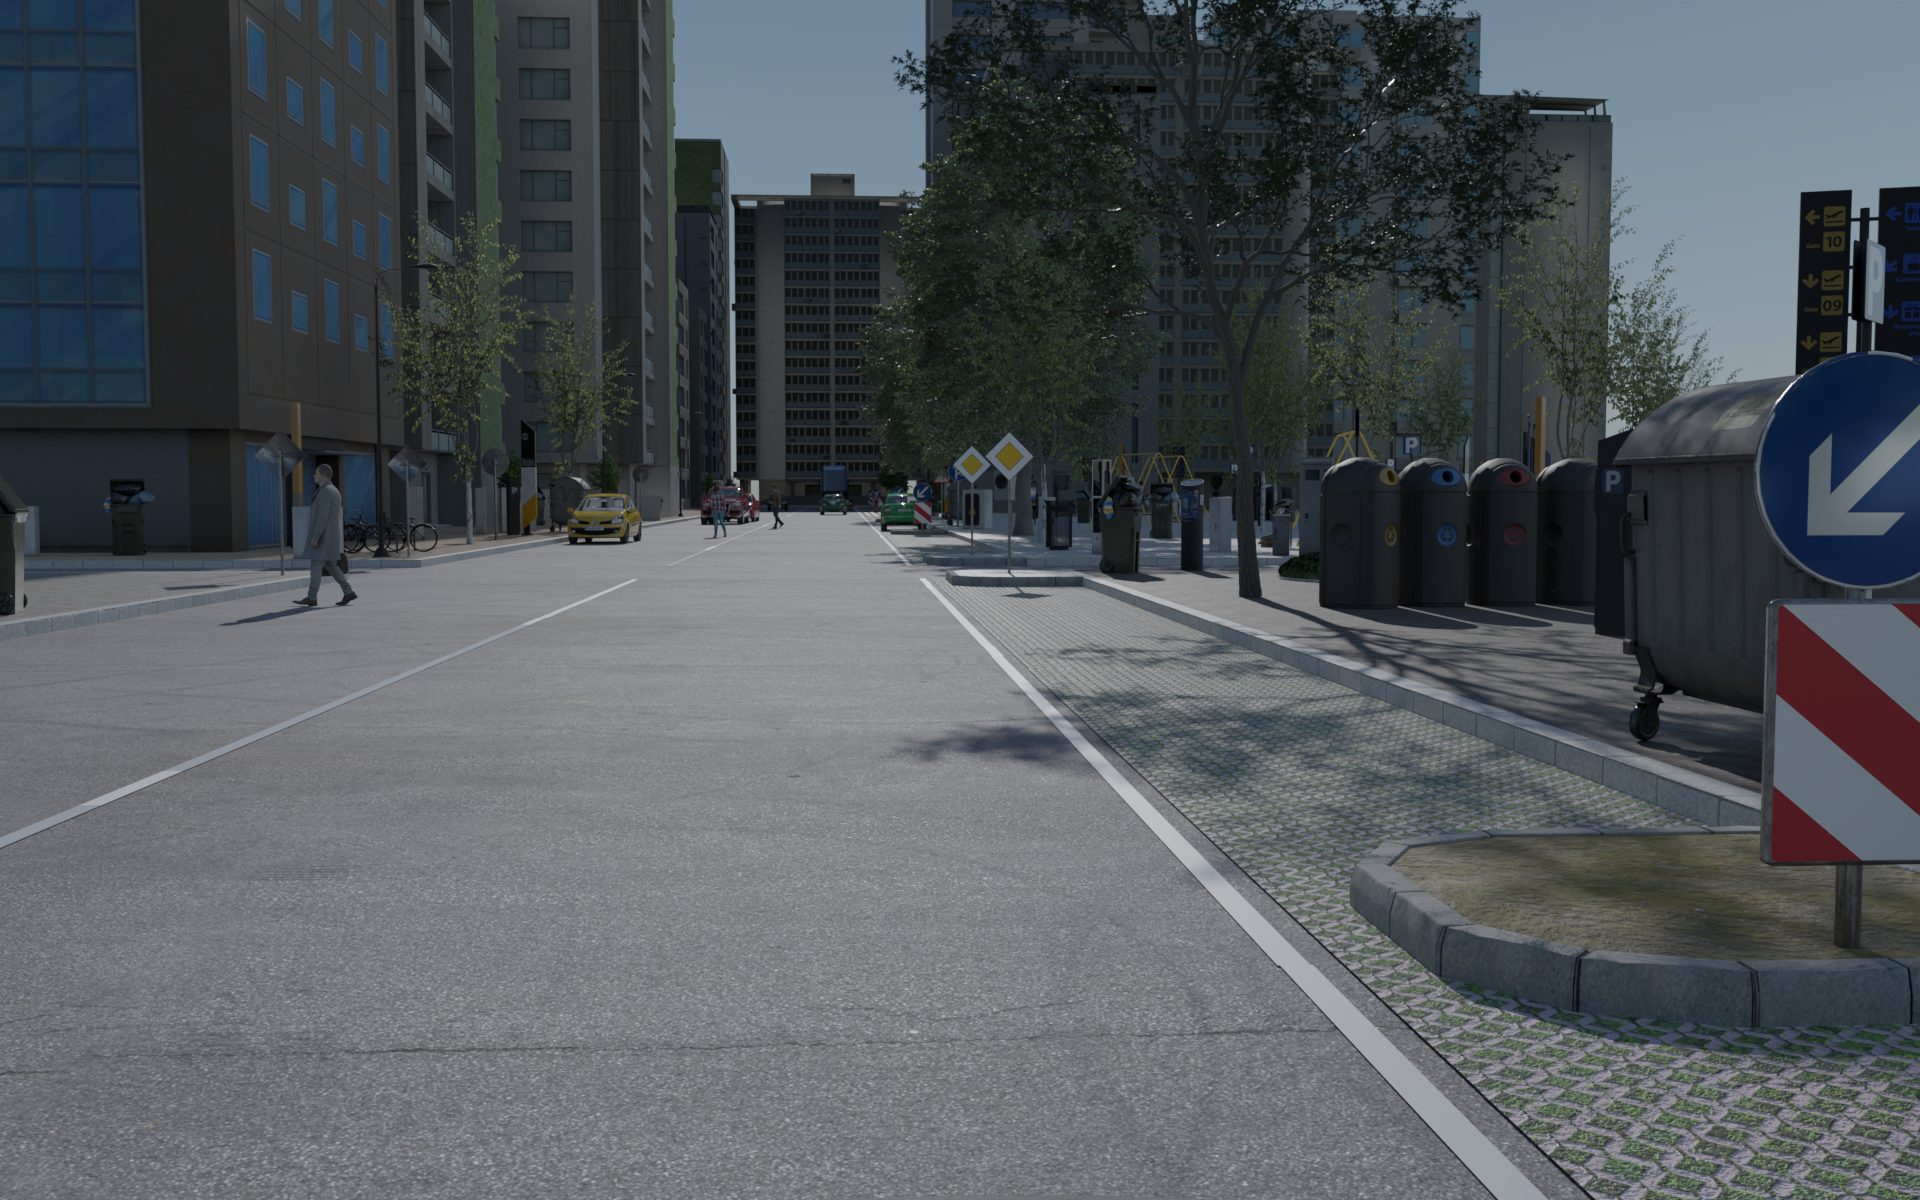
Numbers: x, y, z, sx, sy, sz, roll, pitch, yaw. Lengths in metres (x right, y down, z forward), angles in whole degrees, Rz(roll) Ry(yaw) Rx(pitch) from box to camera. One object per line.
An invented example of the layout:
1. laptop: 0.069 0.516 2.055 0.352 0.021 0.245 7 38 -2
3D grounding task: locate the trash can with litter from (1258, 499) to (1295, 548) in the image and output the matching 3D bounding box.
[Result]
1. trash can with litter: 7.525 -1.837 41.427 0.624 1.170 1.055 -2 4 -30

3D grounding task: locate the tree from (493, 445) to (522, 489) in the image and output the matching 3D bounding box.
1. tree: -17.466 -4.504 68.248 1.663 3.219 1.824 0 3 0

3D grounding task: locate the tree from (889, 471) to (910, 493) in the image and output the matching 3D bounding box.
1. tree: -4.987 -9.298 146.624 1.663 3.219 1.824 0 3 0

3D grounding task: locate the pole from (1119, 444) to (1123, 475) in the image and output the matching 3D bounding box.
1. pole: 6.486 -4.654 69.933 0.158 3.312 0.155 0 3 0

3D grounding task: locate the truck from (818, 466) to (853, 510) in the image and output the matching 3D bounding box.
1. truck: -11.348 -10.309 158.309 2.967 4.110 18.799 0 4 -6

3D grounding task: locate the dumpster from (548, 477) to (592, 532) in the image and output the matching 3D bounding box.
1. dumpster: -13.339 -3.268 59.188 1.264 1.857 1.865 0 4 -4

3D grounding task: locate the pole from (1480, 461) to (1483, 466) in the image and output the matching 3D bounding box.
1. pole: 32.374 -6.962 107.671 0.158 3.312 0.155 0 3 0

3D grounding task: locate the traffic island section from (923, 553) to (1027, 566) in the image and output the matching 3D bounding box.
1. traffic island section: 0.270 -0.842 36.043 2.009 0.180 2.903 0 4 -4

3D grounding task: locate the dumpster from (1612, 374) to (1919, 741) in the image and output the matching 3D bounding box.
1. dumpster: 4.111 -0.155 8.288 1.264 1.857 1.865 0 4 -4

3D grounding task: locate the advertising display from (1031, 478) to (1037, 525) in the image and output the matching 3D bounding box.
1. advertising display: 2.731 -4.018 70.914 0.974 1.923 0.123 -3 4 -36

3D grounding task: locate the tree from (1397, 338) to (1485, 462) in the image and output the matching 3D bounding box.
1. tree: 22.936 -8.078 82.432 4.737 8.622 4.395 0 3 0

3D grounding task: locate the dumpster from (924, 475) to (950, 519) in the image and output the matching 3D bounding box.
1. dumpster: -1.262 -5.278 88.790 1.502 2.255 1.985 0 4 -4

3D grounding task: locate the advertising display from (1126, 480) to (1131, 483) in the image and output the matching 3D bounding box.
1. advertising display: 7.625 -4.538 79.402 0.123 1.923 0.974 -1 4 -18

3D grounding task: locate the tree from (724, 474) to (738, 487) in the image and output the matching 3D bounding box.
1. tree: -21.728 -10.306 163.111 1.663 3.219 1.824 0 3 0

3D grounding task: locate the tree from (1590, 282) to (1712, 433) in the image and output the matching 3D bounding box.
1. tree: 24.110 -6.772 61.084 4.737 8.622 4.395 0 3 0

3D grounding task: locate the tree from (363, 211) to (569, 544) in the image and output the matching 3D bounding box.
1. tree: -12.824 -5.740 44.206 4.360 8.622 3.978 0 3 0

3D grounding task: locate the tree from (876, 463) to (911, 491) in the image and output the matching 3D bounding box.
1. tree: -6.082 -10.739 159.302 4.285 4.588 4.351 0 3 0

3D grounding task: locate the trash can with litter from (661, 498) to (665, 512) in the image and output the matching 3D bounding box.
1. trash can with litter: -15.021 -4.547 85.732 0.624 1.170 1.055 0 4 2

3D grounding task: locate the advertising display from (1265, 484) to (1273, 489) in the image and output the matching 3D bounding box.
1. advertising display: 19.605 -6.489 111.308 0.974 1.923 0.123 0 4 -8

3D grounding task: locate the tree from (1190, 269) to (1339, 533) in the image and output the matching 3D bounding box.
1. tree: 10.325 -6.552 57.483 4.737 8.622 4.395 0 3 0

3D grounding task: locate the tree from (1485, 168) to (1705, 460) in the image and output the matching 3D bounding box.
1. tree: 14.308 -5.483 40.003 4.360 8.622 3.978 0 3 0

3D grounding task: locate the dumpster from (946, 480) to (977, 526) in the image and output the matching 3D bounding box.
1. dumpster: 0.098 -3.982 70.860 1.264 1.857 1.865 0 4 -4

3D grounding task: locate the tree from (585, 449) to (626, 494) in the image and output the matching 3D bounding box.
1. tree: -15.076 -4.822 73.445 1.663 3.219 1.824 0 3 0

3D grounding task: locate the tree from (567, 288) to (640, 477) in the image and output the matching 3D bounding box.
1. tree: -14.048 -6.886 62.945 4.360 8.622 3.978 0 3 0

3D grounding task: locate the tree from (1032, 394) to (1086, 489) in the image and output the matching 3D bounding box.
1. tree: 4.489 -8.568 90.448 4.360 8.622 3.978 0 3 0

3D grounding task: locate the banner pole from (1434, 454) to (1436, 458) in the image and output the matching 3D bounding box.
1. banner pole: 29.473 -7.242 108.423 0.863 3.779 0.401 2 4 26

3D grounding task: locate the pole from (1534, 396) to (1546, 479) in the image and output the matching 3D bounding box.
1. pole: 12.118 -2.592 36.223 0.158 3.312 0.155 0 3 0

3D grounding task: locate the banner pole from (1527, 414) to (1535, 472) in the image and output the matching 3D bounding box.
1. banner pole: 18.000 -3.931 54.291 0.401 3.779 0.863 -2 4 -31

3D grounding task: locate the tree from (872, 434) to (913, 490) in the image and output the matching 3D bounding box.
1. tree: -5.615 -12.356 152.384 4.737 8.622 4.395 0 3 0

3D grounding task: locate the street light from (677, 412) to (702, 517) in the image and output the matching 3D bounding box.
1. street light: -15.359 -7.701 98.455 1.470 5.913 1.316 0 4 -4

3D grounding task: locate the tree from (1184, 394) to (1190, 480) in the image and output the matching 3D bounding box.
1. tree: 15.175 -8.701 92.623 4.737 8.622 4.395 0 3 0

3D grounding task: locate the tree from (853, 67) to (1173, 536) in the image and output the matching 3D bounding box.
1. tree: 2.061 -8.973 53.364 9.857 13.997 8.962 0 3 0

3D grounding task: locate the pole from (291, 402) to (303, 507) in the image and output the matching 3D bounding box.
1. pole: -14.758 -2.735 38.566 0.158 3.312 0.155 0 3 0

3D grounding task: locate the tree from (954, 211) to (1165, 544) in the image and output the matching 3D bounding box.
1. tree: 2.079 -5.740 44.208 4.737 8.622 4.395 0 3 0

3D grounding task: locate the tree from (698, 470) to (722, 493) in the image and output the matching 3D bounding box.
1. tree: -19.604 -8.577 134.839 1.663 3.219 1.824 0 3 0

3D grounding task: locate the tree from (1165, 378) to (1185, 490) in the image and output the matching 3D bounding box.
1. tree: 13.785 -9.449 104.848 4.737 8.622 4.395 0 3 0

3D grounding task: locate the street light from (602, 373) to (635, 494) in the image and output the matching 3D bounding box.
1. street light: -13.185 -5.759 66.704 1.470 5.913 1.316 0 4 -4

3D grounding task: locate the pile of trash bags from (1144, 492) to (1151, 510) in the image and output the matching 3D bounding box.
1. pile of trash bags: 10.602 -4.781 87.928 1.912 1.369 3.447 -3 4 -38

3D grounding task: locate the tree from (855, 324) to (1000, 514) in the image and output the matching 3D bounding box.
1. tree: -1.649 -12.348 112.254 12.009 13.543 11.850 0 3 0

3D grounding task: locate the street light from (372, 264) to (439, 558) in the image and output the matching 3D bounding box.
1. street light: -11.207 -3.821 35.019 1.470 5.913 1.316 0 4 -4

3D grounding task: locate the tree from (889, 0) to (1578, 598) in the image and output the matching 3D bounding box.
1. tree: 3.565 -5.333 21.607 8.767 10.594 7.601 -1 4 -13

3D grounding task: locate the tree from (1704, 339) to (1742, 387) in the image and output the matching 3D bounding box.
1. tree: 27.484 -7.123 66.825 4.360 8.622 3.978 0 3 0

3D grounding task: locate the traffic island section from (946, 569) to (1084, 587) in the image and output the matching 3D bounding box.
1. traffic island section: 0.818 -0.354 28.077 2.009 0.180 2.903 0 4 -4

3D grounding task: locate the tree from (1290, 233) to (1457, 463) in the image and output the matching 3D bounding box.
1. tree: 11.361 -6.001 48.477 4.360 8.622 3.978 0 3 0

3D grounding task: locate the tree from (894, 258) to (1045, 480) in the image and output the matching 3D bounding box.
1. tree: 0.661 -9.768 77.832 7.486 12.596 7.792 0 3 0

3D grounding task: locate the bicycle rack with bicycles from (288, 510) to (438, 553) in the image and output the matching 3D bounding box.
1. bicycle rack with bicycles: -13.029 -1.525 38.311 2.925 0.926 2.852 0 4 -4
